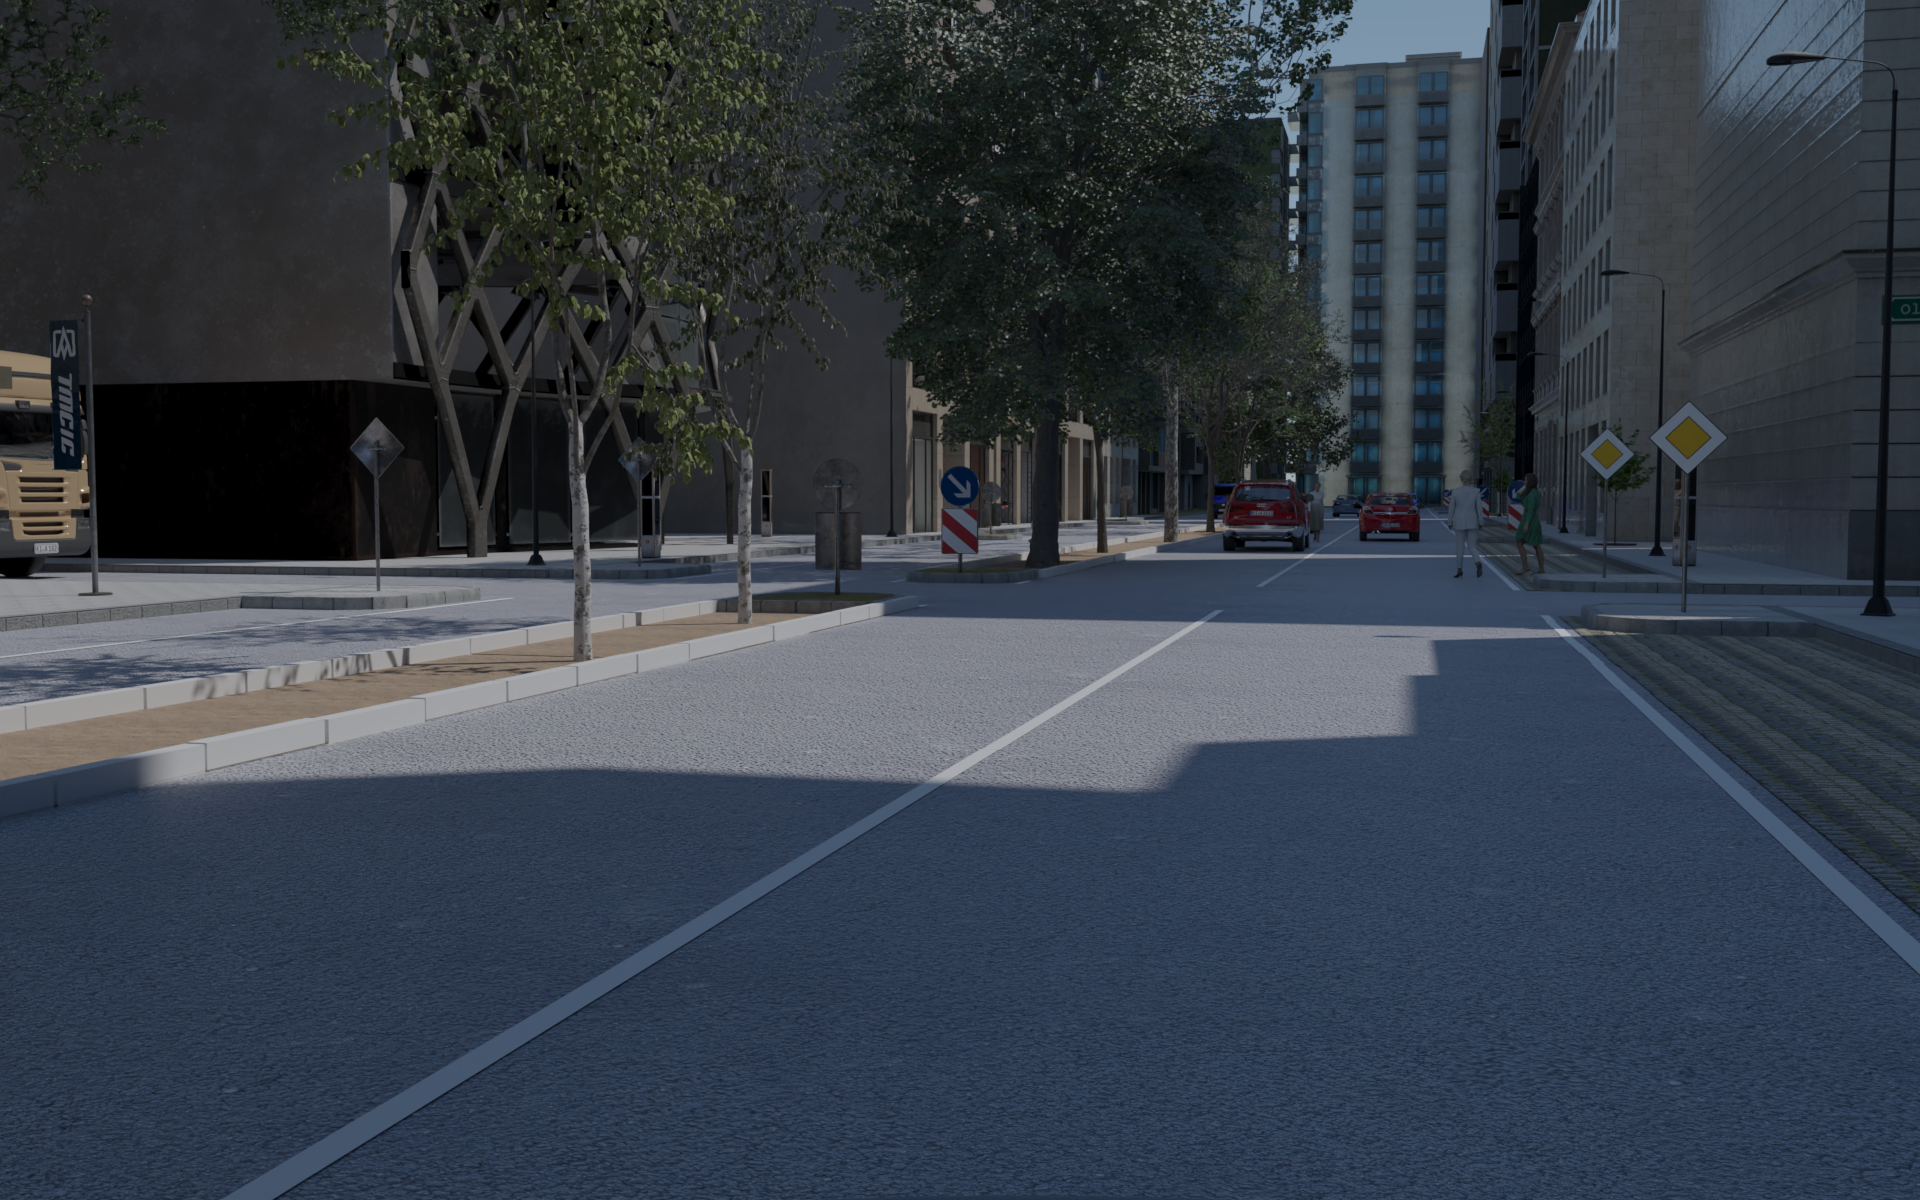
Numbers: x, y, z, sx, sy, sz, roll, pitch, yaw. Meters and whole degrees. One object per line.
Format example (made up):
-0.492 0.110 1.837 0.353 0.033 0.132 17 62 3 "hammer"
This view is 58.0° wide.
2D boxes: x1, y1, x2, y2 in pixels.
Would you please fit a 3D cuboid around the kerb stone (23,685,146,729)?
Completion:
-5.581 0.686 10.980 0.120 0.150 1.000 1 4 15 "kerb stone"

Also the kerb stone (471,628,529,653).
-4.292 0.387 15.944 0.120 0.150 1.000 1 4 15 "kerb stone"

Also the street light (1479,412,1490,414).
30.188 -7.699 98.422 1.470 5.913 1.316 1 4 15 "street light"

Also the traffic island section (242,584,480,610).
-7.694 -0.035 22.855 2.009 0.180 2.903 1 4 15 "traffic island section"

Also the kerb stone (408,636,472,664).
-4.545 0.448 14.940 0.120 0.150 1.000 1 4 15 "kerb stone"

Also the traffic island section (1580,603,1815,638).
7.879 0.212 18.810 2.009 0.180 2.903 1 4 15 "traffic island section"

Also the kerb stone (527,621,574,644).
-4.028 0.322 16.932 0.120 0.150 1.000 1 4 15 "kerb stone"

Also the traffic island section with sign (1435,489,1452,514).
35.625 -7.138 125.340 1.989 1.847 2.006 1 4 15 "traffic island section with sign"

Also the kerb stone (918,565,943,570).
-0.539 -0.492 30.323 0.120 0.150 1.000 1 4 15 "kerb stone"

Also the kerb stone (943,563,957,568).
-0.282 -0.556 31.313 0.120 0.150 1.000 1 4 15 "kerb stone"

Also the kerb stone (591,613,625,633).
-3.768 0.264 17.921 0.120 0.150 1.000 1 4 15 "kerb stone"

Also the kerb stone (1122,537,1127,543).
4.626 -1.711 50.174 0.120 0.150 1.000 1 4 15 "kerb stone"

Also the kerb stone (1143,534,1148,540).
5.663 -1.954 54.139 0.120 0.150 1.000 1 4 15 "kerb stone"

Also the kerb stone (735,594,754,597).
-2.737 0.022 21.882 0.120 0.150 1.000 1 4 15 "kerb stone"

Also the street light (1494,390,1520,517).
24.697 -6.429 77.658 1.470 5.913 1.316 1 4 15 "street light"

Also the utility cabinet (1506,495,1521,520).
27.049 -4.477 84.363 1.020 1.237 0.306 -3 4 -37 "utility cabinet"

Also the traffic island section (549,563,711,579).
-5.682 -0.508 30.583 2.009 0.180 2.903 1 4 15 "traffic island section"

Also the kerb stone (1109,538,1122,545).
4.380 -1.644 49.181 0.120 0.150 1.000 1 4 15 "kerb stone"

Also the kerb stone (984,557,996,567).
0.493 -0.738 34.284 0.120 0.150 1.000 1 4 15 "kerb stone"

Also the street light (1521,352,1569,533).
19.255 -5.146 56.682 1.470 5.913 1.316 1 4 15 "street light"

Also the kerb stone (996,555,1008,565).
0.756 -0.800 35.282 0.120 0.150 1.000 1 4 15 "kerb stone"

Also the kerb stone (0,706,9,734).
-5.831 0.747 9.989 0.120 0.150 1.000 1 4 15 "kerb stone"

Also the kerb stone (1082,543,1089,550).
3.074 -1.342 44.206 0.120 0.150 1.000 1 4 15 "kerb stone"

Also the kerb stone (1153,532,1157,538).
6.184 -2.075 56.124 0.120 0.150 1.000 1 4 15 "kerb stone"

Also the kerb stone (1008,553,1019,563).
1.016 -0.858 36.270 0.120 0.150 1.000 1 4 15 "kerb stone"

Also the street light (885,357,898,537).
-1.530 -4.838 51.637 1.470 5.913 1.316 1 4 15 "street light"

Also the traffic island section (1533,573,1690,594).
9.891 -0.260 26.539 2.009 0.180 2.903 1 4 15 "traffic island section"

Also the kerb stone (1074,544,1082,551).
2.818 -1.283 43.216 0.120 0.150 1.000 1 4 15 "kerb stone"

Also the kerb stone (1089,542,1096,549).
3.331 -1.407 45.201 0.120 0.150 1.000 1 4 15 "kerb stone"

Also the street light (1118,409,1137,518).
9.271 -7.383 93.252 1.470 5.913 1.316 1 4 15 "street light"

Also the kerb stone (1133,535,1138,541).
5.147 -1.832 52.156 0.120 0.150 1.000 1 4 15 "kerb stone"

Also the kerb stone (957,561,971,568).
-0.023 -0.618 32.306 0.120 0.150 1.000 1 4 15 "kerb stone"

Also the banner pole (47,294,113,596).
-11.173 -1.951 21.915 0.863 3.779 0.401 1 4 20 "banner pole"

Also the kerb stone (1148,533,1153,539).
5.926 -2.012 55.129 0.120 0.150 1.000 1 4 15 "kerb stone"

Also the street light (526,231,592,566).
-7.114 -3.569 30.897 1.470 5.913 1.316 1 4 15 "street light"

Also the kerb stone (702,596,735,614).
-2.992 0.080 20.892 0.120 0.150 1.000 1 4 15 "kerb stone"

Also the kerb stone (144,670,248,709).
-5.317 0.626 11.967 0.120 0.150 1.000 1 4 15 "kerb stone"

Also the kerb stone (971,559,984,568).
0.238 -0.679 33.294 0.120 0.150 1.000 1 4 15 "kerb stone"

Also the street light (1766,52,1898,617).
9.173 -2.796 18.253 1.470 5.913 1.316 1 4 15 "street light"

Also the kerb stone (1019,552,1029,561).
1.265 -0.922 37.267 0.120 0.150 1.000 1 4 15 "kerb stone"

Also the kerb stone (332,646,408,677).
-4.798 0.504 13.950 0.120 0.150 1.000 1 4 15 "kerb stone"

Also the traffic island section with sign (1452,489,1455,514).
23.011 -4.173 76.855 1.989 1.847 2.006 1 4 15 "traffic island section with sign"

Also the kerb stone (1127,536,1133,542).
4.901 -1.772 51.163 0.120 0.150 1.000 1 4 15 "kerb stone"

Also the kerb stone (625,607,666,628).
-3.503 0.201 18.911 0.120 0.150 1.000 1 4 15 "kerb stone"

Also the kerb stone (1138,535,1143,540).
5.410 -1.891 53.149 0.120 0.150 1.000 1 4 15 "kerb stone"

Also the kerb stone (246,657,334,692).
-5.058 0.565 12.959 0.120 0.150 1.000 1 4 15 "kerb stone"

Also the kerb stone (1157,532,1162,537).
6.434 -2.136 57.115 0.120 0.150 1.000 1 4 15 "kerb stone"

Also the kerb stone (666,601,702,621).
-3.250 0.140 19.901 0.120 0.150 1.000 1 4 15 "kerb stone"

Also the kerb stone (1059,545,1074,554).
2.555 -1.224 42.223 0.120 0.150 1.000 1 4 15 "kerb stone"

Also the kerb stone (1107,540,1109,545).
3.855 -1.526 47.185 0.120 0.150 1.000 1 4 15 "kerb stone"

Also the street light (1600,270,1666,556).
13.931 -3.874 35.875 1.470 5.913 1.316 1 4 15 "street light"
